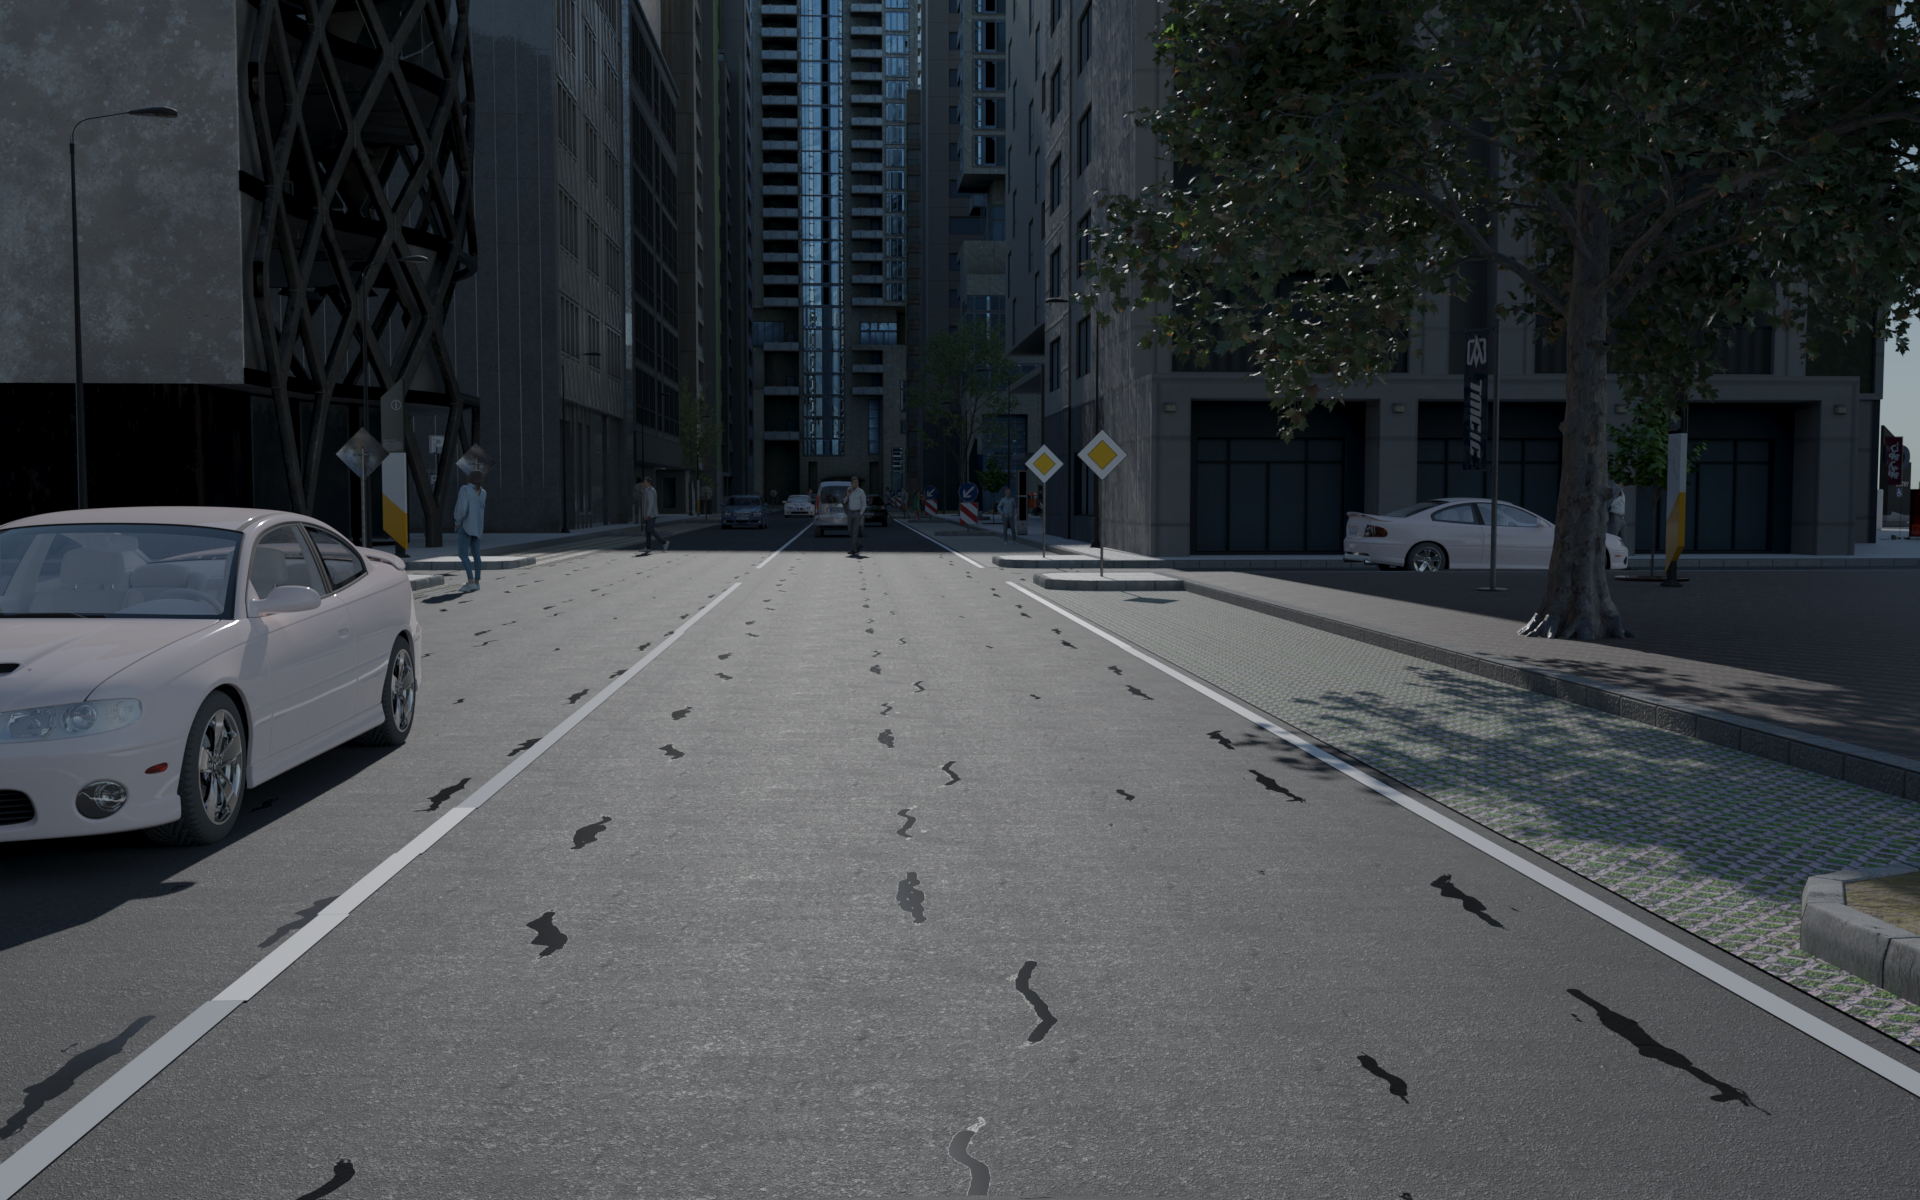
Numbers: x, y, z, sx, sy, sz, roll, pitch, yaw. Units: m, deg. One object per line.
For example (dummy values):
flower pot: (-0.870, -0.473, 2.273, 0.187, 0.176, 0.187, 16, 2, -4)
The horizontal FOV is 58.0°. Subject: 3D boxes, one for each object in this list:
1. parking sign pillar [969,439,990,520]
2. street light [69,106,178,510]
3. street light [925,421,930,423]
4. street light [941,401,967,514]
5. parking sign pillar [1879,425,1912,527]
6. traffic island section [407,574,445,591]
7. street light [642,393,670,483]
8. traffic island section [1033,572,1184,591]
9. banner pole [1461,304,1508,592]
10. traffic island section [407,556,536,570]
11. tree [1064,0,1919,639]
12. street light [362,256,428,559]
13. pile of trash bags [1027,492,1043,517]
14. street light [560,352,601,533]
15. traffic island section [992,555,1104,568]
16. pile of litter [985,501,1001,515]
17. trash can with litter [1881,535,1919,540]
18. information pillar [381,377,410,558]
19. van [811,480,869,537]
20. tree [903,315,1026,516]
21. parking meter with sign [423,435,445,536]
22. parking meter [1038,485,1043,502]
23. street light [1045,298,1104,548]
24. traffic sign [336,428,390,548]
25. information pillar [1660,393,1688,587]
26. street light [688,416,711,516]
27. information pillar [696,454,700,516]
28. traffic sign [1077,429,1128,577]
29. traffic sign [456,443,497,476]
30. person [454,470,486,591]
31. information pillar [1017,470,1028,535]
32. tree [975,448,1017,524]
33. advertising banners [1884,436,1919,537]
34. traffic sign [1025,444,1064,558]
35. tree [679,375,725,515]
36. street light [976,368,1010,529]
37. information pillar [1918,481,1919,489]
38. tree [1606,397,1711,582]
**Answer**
parking sign pillar: (0.767, -5.902, 84.975, 1.447, 3.967, 1.447, -1, 4, -13)
street light: (-10.071, -2.956, 20.878, 1.470, 5.913, 1.316, 0, 4, -4)
street light: (-1.532, -8.402, 109.918, 1.470, 5.913, 1.316, 0, 4, -4)
street light: (-0.222, -6.996, 86.919, 1.470, 5.913, 1.316, 0, 4, -4)
parking sign pillar: (36.609, -4.852, 67.794, 1.447, 3.967, 1.447, -2, 4, -25)
traffic island section: (-9.044, -0.243, 26.252, 2.009, 0.180, 2.903, 0, 4, -4)
street light: (-14.040, -6.553, 79.686, 1.470, 5.913, 1.316, 0, 4, -4)
traffic island section: (2.225, -0.287, 26.970, 2.009, 0.180, 2.903, 0, 4, -4)
banner pole: (6.975, -2.023, 23.085, 0.401, 3.779, 0.863, -2, 4, -24)
traffic island section: (-9.556, -0.730, 34.221, 2.009, 0.180, 2.903, 0, 4, -4)
tree: (5.741, -6.016, 15.373, 9.611, 12.733, 9.660, 0, 3, 0)
street light: (-11.065, -3.752, 33.880, 1.470, 5.913, 1.316, 0, 4, -4)
pile of trash bags: (4.975, -5.606, 101.402, 1.912, 1.369, 3.447, 2, 4, 31)
street light: (-12.424, -5.149, 56.724, 1.470, 5.913, 1.316, 0, 4, -4)
traffic island section: (1.712, -0.774, 34.938, 2.009, 0.180, 2.903, 0, 4, -4)
pile of litter: (2.081, -5.796, 108.722, 1.176, 0.858, 1.719, 1, 4, 16)
trash can with litter: (26.878, -2.306, 48.754, 2.233, 1.210, 1.678, 0, 4, -4)
information pillar: (-11.360, -2.658, 34.807, 0.504, 3.616, 0.183, 0, 4, 6)
van: (-4.101, -3.178, 58.967, 2.013, 2.044, 4.112, 0, 4, -3)
tree: (0.164, -10.693, 100.586, 9.928, 11.665, 9.643, 0, 3, 0)
parking meter with sign: (-15.833, -3.412, 52.049, 0.543, 3.016, 1.738, -2, 4, -27)
parking meter: (5.068, -6.227, 107.524, 0.399, 1.863, 0.255, 1, 4, 16)
street light: (2.723, -4.202, 41.246, 1.470, 5.913, 1.316, 0, 4, -4)
traffic sign: (-9.021, -1.379, 26.192, 0.795, 2.450, 0.064, 0, 4, -4)
information pillar: (9.858, -1.985, 23.816, 0.183, 3.616, 0.504, 0, 4, 3)
street light: (-15.397, -7.950, 102.530, 1.470, 5.913, 1.316, 0, 4, -4)
information pillar: (-15.320, -6.725, 101.301, 0.183, 3.616, 0.504, 0, 4, -4)
traffic sign: (2.202, -1.422, 26.891, 0.795, 2.450, 0.064, 0, 4, -4)
traffic sign: (-9.533, -1.867, 34.161, 0.795, 2.450, 0.064, 0, 4, -4)
person: (-7.270, -1.040, 25.774, 0.793, 1.790, 0.793, 0, 4, -8)
information pillar: (1.932, -3.023, 53.916, 0.304, 2.012, 0.304, 0, 4, -6)
tree: (1.338, -4.854, 73.968, 1.663, 3.219, 1.824, 0, 3, 0)
advertising banners: (28.789, -3.409, 51.918, 0.090, 3.025, 2.074, -3, 5, -45)
traffic sign: (1.689, -1.909, 34.859, 0.795, 2.450, 0.064, 0, 4, -4)
tree: (-16.391, -9.544, 106.407, 4.737, 8.622, 4.395, 0, 3, 0)
street light: (1.277, -5.599, 64.084, 1.470, 5.913, 1.316, 0, 4, -4)
information pillar: (55.753, -5.868, 100.441, 0.304, 2.012, 0.304, 2, 4, 24)
tree: (10.419, -1.903, 25.711, 1.663, 3.219, 1.824, 0, 3, 0)
